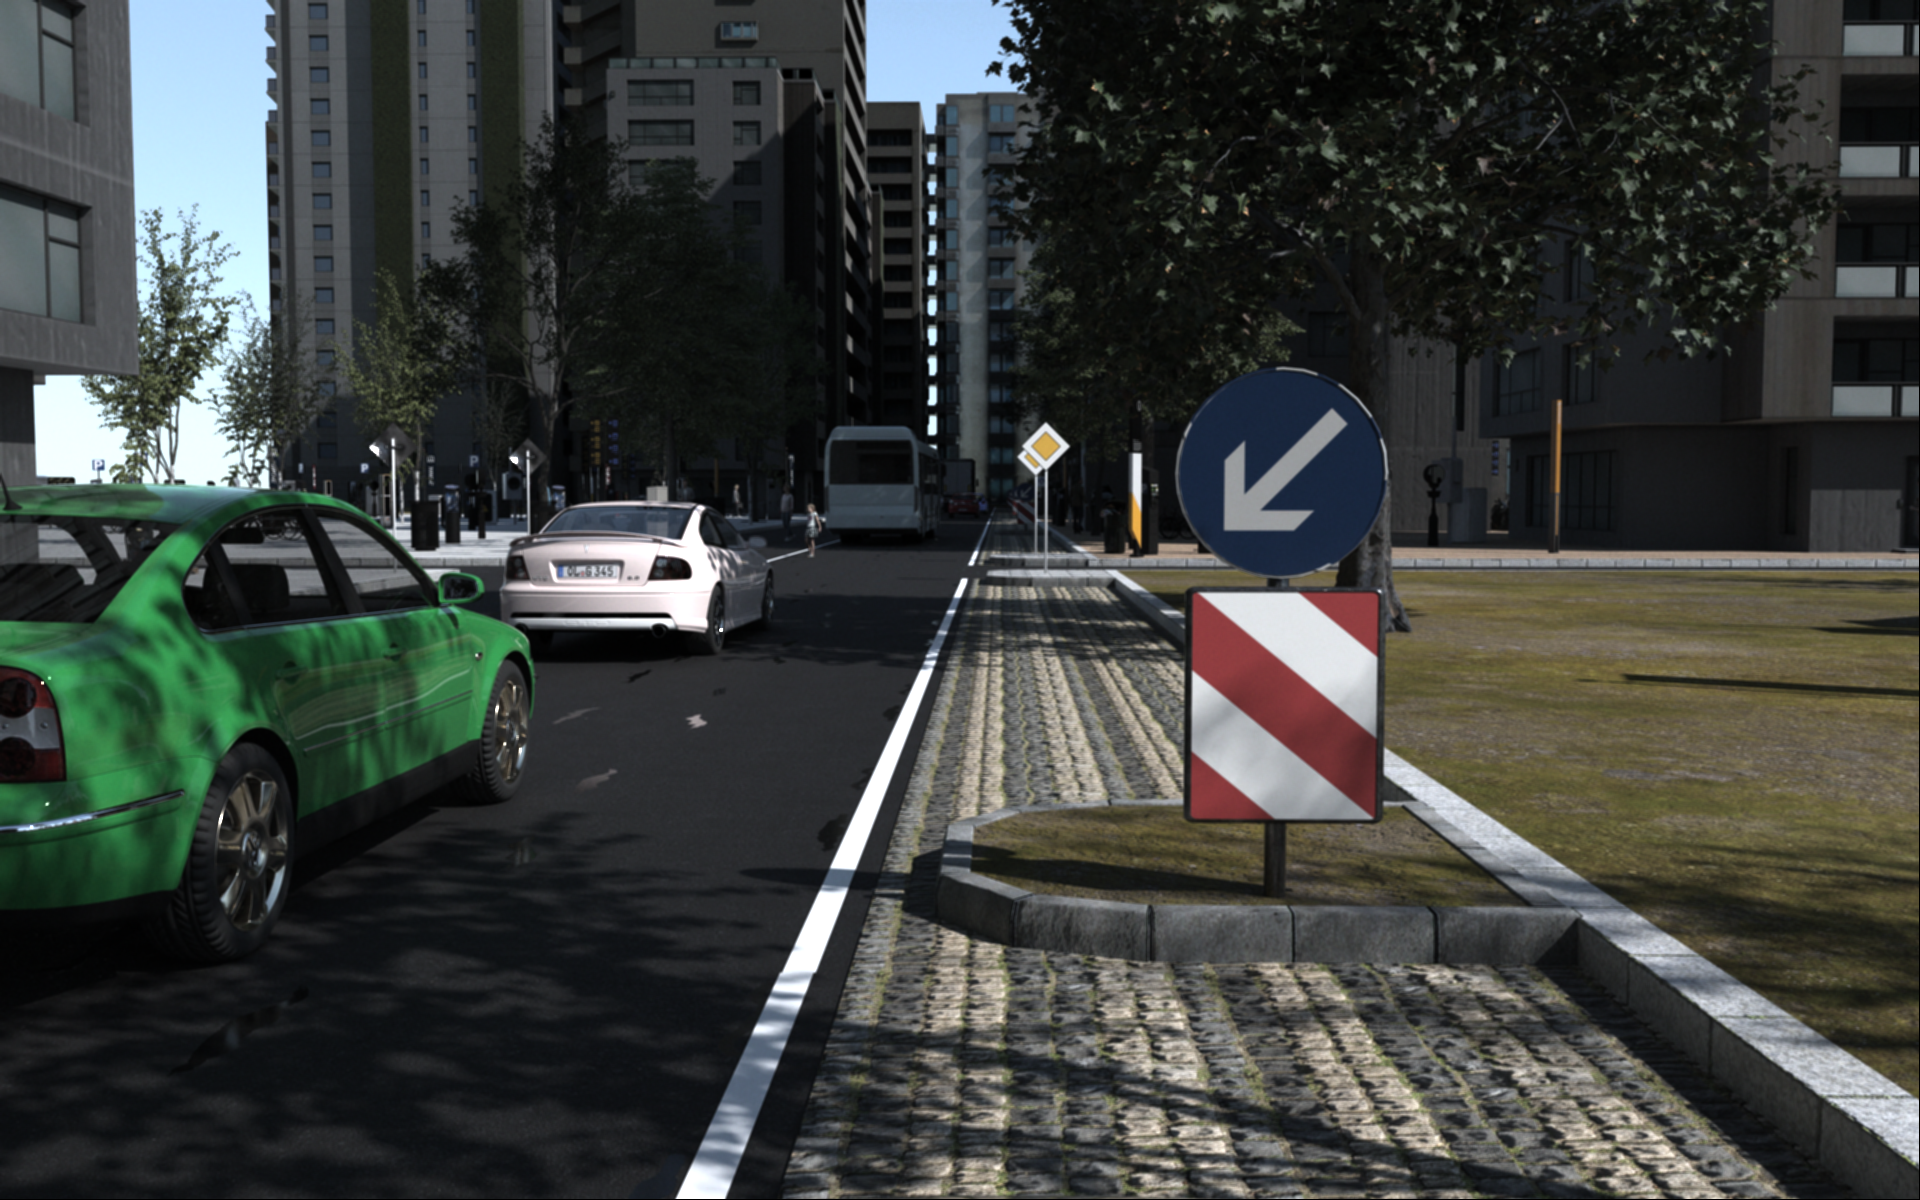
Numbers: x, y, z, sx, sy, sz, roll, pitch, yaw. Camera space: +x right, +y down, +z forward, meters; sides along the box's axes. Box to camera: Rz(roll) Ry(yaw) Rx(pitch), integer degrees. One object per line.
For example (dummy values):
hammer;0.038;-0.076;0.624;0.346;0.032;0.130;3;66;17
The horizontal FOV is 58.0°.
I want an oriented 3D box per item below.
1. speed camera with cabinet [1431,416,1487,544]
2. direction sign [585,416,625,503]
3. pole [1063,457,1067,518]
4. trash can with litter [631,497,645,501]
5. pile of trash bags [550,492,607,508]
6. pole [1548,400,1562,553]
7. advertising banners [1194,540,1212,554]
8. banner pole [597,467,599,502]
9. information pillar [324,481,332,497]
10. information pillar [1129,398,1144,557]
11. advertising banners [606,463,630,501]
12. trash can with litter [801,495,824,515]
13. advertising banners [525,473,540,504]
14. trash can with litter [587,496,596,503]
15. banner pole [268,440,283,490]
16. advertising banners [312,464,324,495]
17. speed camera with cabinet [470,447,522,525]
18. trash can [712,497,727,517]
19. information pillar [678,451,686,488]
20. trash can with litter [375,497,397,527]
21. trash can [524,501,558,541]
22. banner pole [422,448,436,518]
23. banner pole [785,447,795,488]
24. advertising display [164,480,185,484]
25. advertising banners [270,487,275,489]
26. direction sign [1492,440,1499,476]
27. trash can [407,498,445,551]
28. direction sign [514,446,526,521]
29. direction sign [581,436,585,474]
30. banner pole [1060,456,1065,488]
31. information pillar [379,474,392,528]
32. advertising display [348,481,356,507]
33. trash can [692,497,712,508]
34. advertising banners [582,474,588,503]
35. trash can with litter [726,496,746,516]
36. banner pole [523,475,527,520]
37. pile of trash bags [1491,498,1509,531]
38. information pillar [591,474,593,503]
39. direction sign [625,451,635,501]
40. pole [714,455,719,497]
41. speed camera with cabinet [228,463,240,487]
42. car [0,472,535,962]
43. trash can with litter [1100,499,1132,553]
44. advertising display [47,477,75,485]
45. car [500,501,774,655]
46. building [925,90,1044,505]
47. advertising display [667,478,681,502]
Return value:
speed camera with cabinet;12.943;-3.091;44.871;0.660;3.252;2.038;3;5;43
direction sign;-10.353;-3.576;50.471;0.876;3.537;0.379;0;4;7
pole;5.729;-6.156;94.494;0.158;3.312;0.155;0;3;0
trash can with litter;-11.145;-2.962;59.818;0.624;1.170;1.055;0;4;4
pile of trash bags;-14.430;-3.353;64.571;3.447;1.369;1.912;3;5;39
pole;12.909;-2.674;37.571;0.158;3.312;0.155;0;3;0
advertising banners;6.045;-2.493;36.950;2.074;3.025;0.090;1;4;12
banner pole;-21.358;-6.859;102.159;0.401;3.779;0.863;-1;4;-20
information pillar;-34.529;-5.513;94.621;0.304;2.012;0.304;-3;5;-42
information pillar;3.554;-2.673;35.062;0.183;3.616;0.504;2;4;28
advertising banners;-19.683;-6.313;99.410;0.090;3.025;2.074;2;4;32
trash can with litter;-9.191;-5.859;106.860;1.678;1.210;2.233;2;4;29
advertising banners;-22.409;-5.913;92.870;2.074;3.025;0.090;0;4;-1
trash can with litter;-22.922;-5.950;108.667;1.055;1.170;0.624;2;4;27
banner pole;-31.343;-5.472;79.490;0.401;3.779;0.863;3;4;38
advertising banners;-37.943;-6.507;102.579;0.090;3.025;2.074;0;4;1
speed camera with cabinet;-19.424;-4.780;72.489;2.038;3.252;0.660;-2;4;-30
trash can;-10.528;-3.899;75.401;0.748;1.137;0.748;0;3;0
information pillar;-14.280;-5.982;89.158;0.183;3.616;0.504;2;4;35
trash can with litter;-22.236;-3.385;66.736;1.055;1.170;0.624;1;4;18
trash can;-9.223;-1.622;38.173;0.748;1.137;0.748;0;3;0
banner pole;-30.055;-6.606;98.027;0.863;3.779;0.401;-1;4;-19
banner pole;-9.185;-6.316;93.289;0.401;3.779;0.863;3;4;36
advertising display;-35.142;-4.424;77.545;0.974;1.923;0.123;1;4;10
advertising banners;-38.528;-6.079;95.585;2.074;3.025;0.090;1;4;13
direction sign;22.289;-4.955;73.010;0.876;3.537;0.379;-1;4;-15
trash can;-12.122;-1.687;39.237;0.748;1.137;0.748;0;3;0
direction sign;-20.870;-5.518;82.218;0.379;3.537;0.876;1;4;21
direction sign;-14.397;-4.609;67.360;0.379;3.537;0.876;2;4;30
banner pole;5.936;-6.739;100.206;0.401;3.779;0.863;-1;4;-20
information pillar;-21.544;-3.697;64.936;0.304;2.012;0.304;3;5;42
advertising display;-29.272;-4.783;83.413;0.123;1.923;0.974;0;4;-4
trash can;-10.267;-3.436;67.828;0.748;1.137;0.748;0;3;0
advertising banners;-20.573;-6.043;94.983;0.090;3.025;2.074;-1;4;-18
trash can with litter;-13.314;-5.478;100.620;2.233;1.210;1.678;-3;5;-42
banner pole;-21.377;-5.821;85.185;0.401;3.779;0.863;-2;4;-27
pile of trash bags;19.777;-3.118;60.736;1.912;1.369;3.447;0;4;1
information pillar;-17.829;-5.649;83.716;0.183;3.616;0.504;-2;4;-24
direction sign;-17.619;-6.123;92.106;0.876;3.537;0.379;2;4;28
pole;-12.476;-5.809;88.824;0.158;3.312;0.155;0;3;0
speed camera with cabinet;-45.922;-7.027;109.222;0.660;3.252;2.038;-2;4;-33
car;-3.009;0.128;6.707;1.959;1.807;4.718;0;4;2
trash can with litter;3.295;-1.612;37.738;0.624;1.170;1.055;0;4;-3
advertising display;-34.075;-3.700;65.701;0.123;1.923;0.974;3;5;43
car;-2.996;-0.273;16.828;2.083;1.381;4.827;0;4;3
building;11.317;-35.880;206.250;30.456;49.044;23.786;0;4;1
advertising display;-11.875;-4.079;71.911;0.123;1.923;0.974;-3;5;-40
